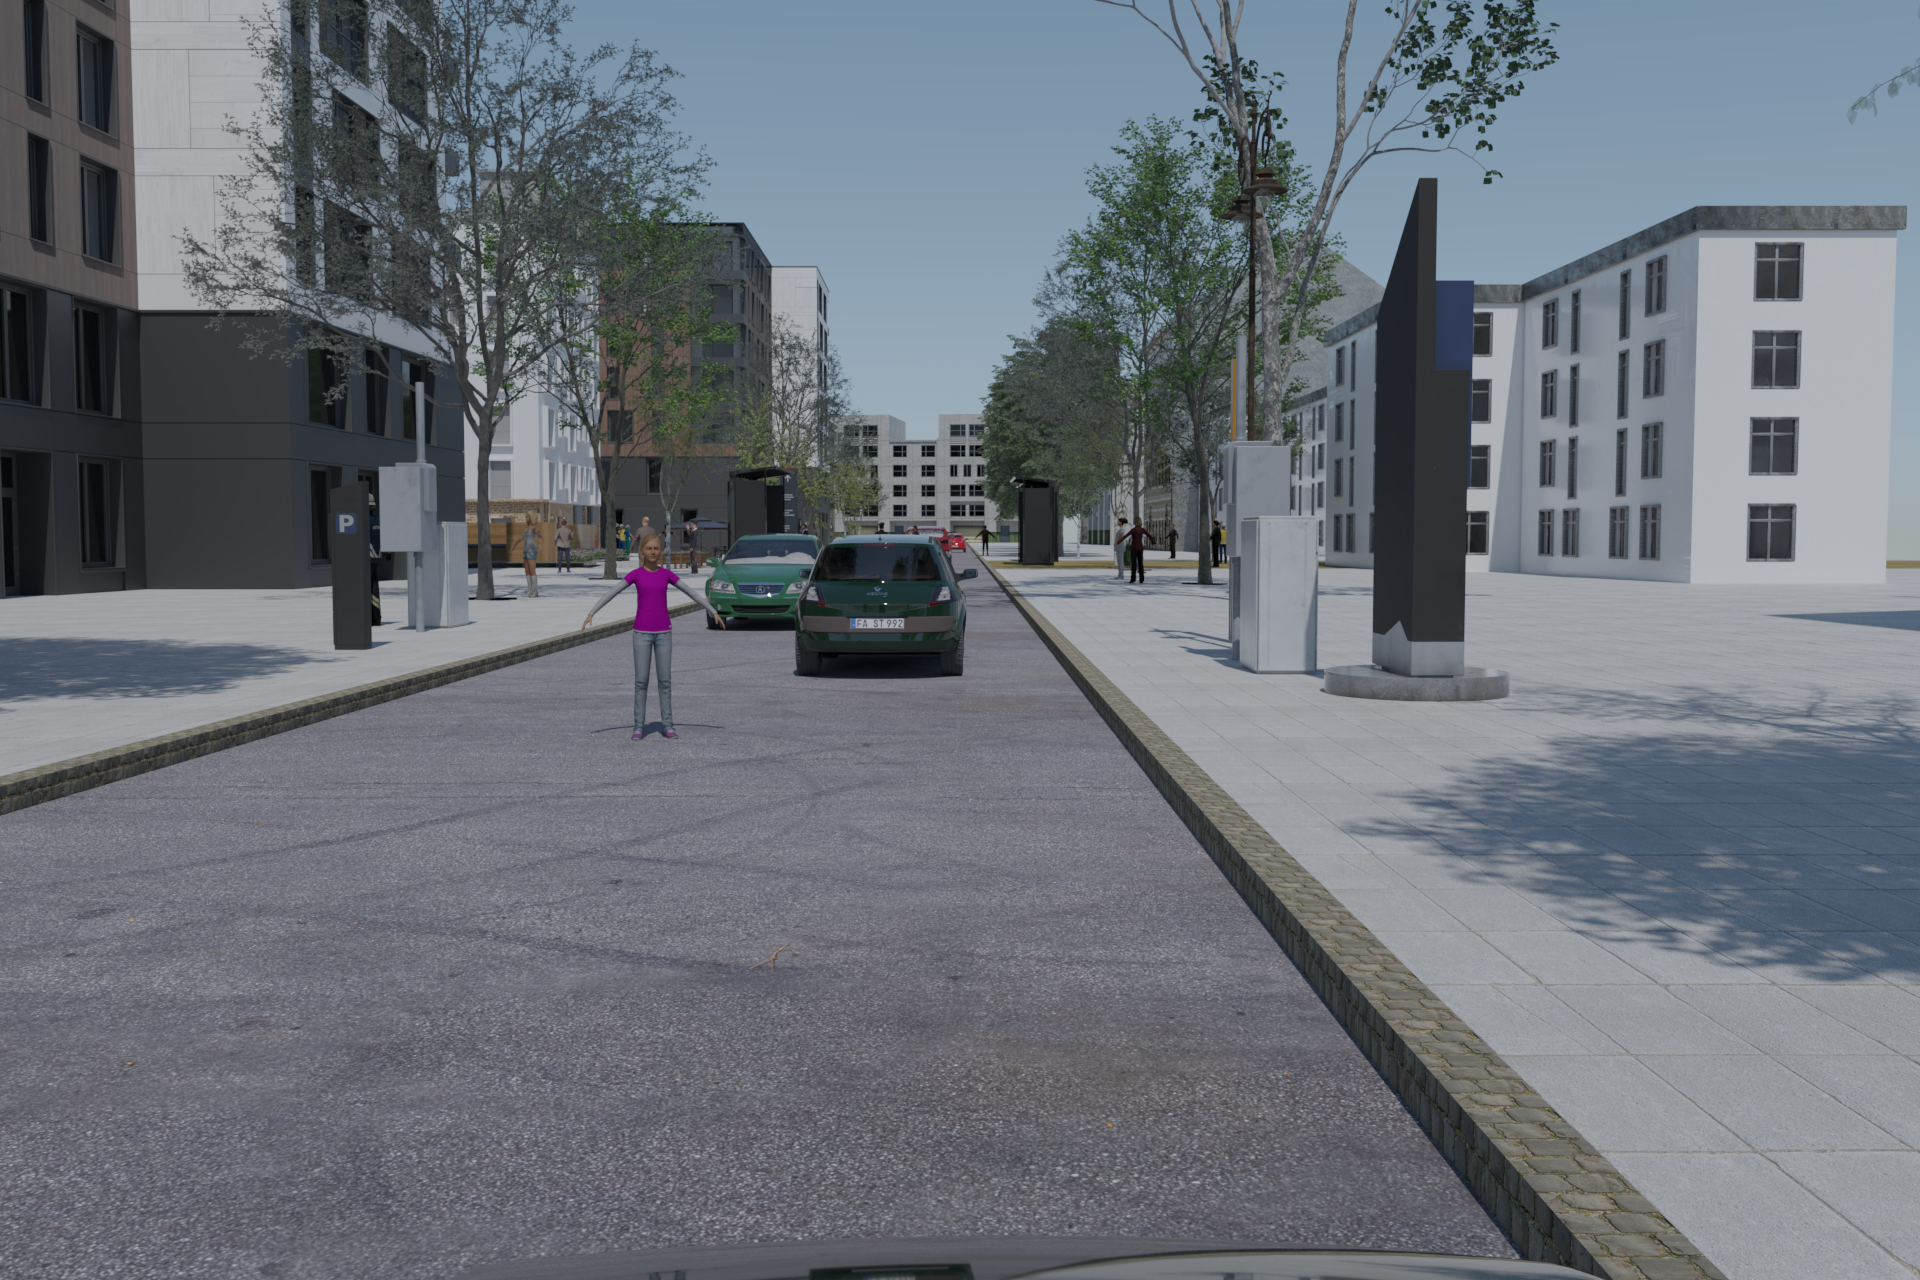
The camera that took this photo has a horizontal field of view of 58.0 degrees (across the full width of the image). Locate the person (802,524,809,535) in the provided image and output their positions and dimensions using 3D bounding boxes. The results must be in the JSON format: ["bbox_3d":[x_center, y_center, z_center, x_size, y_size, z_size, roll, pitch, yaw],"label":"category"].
[{"bbox_3d":[-7.156,-4.410,78.825,0.721,1.740,1.216,-2,4,-34],"label":"person"}]

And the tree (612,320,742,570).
[{"bbox_3d":[-9.690,-6.455,55.909,4.360,8.622,3.978,0,3,0],"label":"tree"}]

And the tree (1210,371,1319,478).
[{"bbox_3d":[11.857,-7.369,70.848,4.360,8.622,3.978,0,3,0],"label":"tree"}]

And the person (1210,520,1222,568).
[{"bbox_3d":[9.800,-3.690,66.523,0.705,1.806,1.347,2,4,29],"label":"person"}]

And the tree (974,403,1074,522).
[{"bbox_3d":[5.844,-14.541,144.405,9.857,13.997,8.962,0,3,0],"label":"tree"}]

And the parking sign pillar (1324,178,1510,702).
[{"bbox_3d":[3.675,-1.552,13.849,1.447,3.967,1.447,0,4,0],"label":"parking sign pillar"}]

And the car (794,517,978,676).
[{"bbox_3d":[-0.802,-0.559,18.924,2.009,1.686,4.222,0,4,0],"label":"car"}]

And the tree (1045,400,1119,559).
[{"bbox_3d":[6.025,-8.444,88.415,4.360,8.622,3.978,0,3,0],"label":"tree"}]

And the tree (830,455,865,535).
[{"bbox_3d":[-10.091,-12.298,151.429,4.737,8.622,4.395,0,3,0],"label":"tree"}]

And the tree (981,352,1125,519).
[{"bbox_3d":[5.953,-12.295,107.671,9.857,13.997,8.962,0,3,0],"label":"tree"}]

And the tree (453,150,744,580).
[{"bbox_3d":[-9.880,-7.487,48.164,9.928,11.665,9.643,0,3,0],"label":"tree"}]

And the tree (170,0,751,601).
[{"bbox_3d":[-9.284,-7.527,33.432,12.009,13.543,11.850,0,3,0],"label":"tree"}]

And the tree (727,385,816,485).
[{"bbox_3d":[-9.523,-8.245,85.169,4.737,8.622,4.395,0,3,0],"label":"tree"}]

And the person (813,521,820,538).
[{"bbox_3d":[-5.896,-3.954,70.782,0.705,1.813,1.348,-1,4,-14],"label":"person"}]

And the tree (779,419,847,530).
[{"bbox_3d":[-9.416,-9.652,108.169,4.737,8.622,4.395,0,3,0],"label":"tree"}]

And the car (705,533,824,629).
[{"bbox_3d":[-2.909,-0.973,27.700,2.131,1.459,4.920,0,4,0],"label":"car"}]

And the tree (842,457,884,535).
[{"bbox_3d":[-9.120,-12.724,158.402,4.737,8.622,4.395,0,3,0],"label":"tree"}]

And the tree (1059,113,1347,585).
[{"bbox_3d":[6.062,-7.205,43.559,9.928,11.665,9.643,0,3,0],"label":"tree"}]

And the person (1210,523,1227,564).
[{"bbox_3d":[11.397,-4.200,75.130,1.216,1.772,0.721,-1,4,-12],"label":"person"}]

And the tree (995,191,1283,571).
[{"bbox_3d":[6.249,-9.170,60.294,12.009,13.543,11.850,0,3,0],"label":"tree"}]

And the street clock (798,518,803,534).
[{"bbox_3d":[-7.185,-4.436,77.103,0.358,2.002,0.471,0,4,0],"label":"street clock"}]

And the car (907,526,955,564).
[{"bbox_3d":[-1.399,-4.444,81.339,2.281,1.827,5.304,0,4,0],"label":"car"}]

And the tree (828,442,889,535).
[{"bbox_3d":[-10.303,-14.159,165.919,7.601,10.594,8.767,0,4,-4],"label":"tree"}]

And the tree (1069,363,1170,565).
[{"bbox_3d":[6.212,-7.410,71.524,4.360,8.622,3.978,0,3,0],"label":"tree"}]

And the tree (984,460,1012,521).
[{"bbox_3d":[5.794,-15.382,169.628,7.486,12.596,7.792,0,3,0],"label":"tree"}]

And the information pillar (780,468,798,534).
[{"bbox_3d":[-6.723,-4.816,68.125,0.750,3.857,0.750,0,4,0],"label":"information pillar"}]

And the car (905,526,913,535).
[{"bbox_3d":[-1.950,-4.847,87.915,2.281,1.827,5.304,0,4,-1],"label":"car"}]

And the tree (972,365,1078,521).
[{"bbox_3d":[5.791,-13.370,125.255,9.857,13.997,8.962,0,3,0],"label":"tree"}]

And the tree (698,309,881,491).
[{"bbox_3d":[-9.526,-11.334,95.685,12.009,13.543,11.850,0,3,0],"label":"tree"}]

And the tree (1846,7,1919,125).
[{"bbox_3d":[5.662,-3.587,9.017,4.360,8.622,3.978,0,3,0],"label":"tree"}]

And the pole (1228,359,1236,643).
[{"bbox_3d":[3.249,-1.618,20.292,0.158,3.312,0.155,0,3,0],"label":"pole"}]

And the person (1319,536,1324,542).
[{"bbox_3d":[16.407,-4.566,80.509,1.347,1.847,0.705,-3,5,-39],"label":"person"}]

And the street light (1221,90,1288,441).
[{"bbox_3d":[3.141,-2.807,18.678,0.468,5.910,1.993,0,4,0],"label":"street light"}]

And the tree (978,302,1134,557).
[{"bbox_3d":[5.487,-11.626,96.744,9.857,13.997,8.962,0,3,0],"label":"tree"}]

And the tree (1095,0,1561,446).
[{"bbox_3d":[6.134,-10.620,29.534,12.611,20.169,13.585,0,3,0],"label":"tree"}]

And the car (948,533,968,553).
[{"bbox_3d":[-0.411,-7.731,135.437,2.155,1.783,4.494,0,3,0],"label":"car"}]

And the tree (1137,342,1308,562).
[{"bbox_3d":[11.758,-8.863,79.320,8.767,10.594,7.601,1,4,14],"label":"tree"}]
